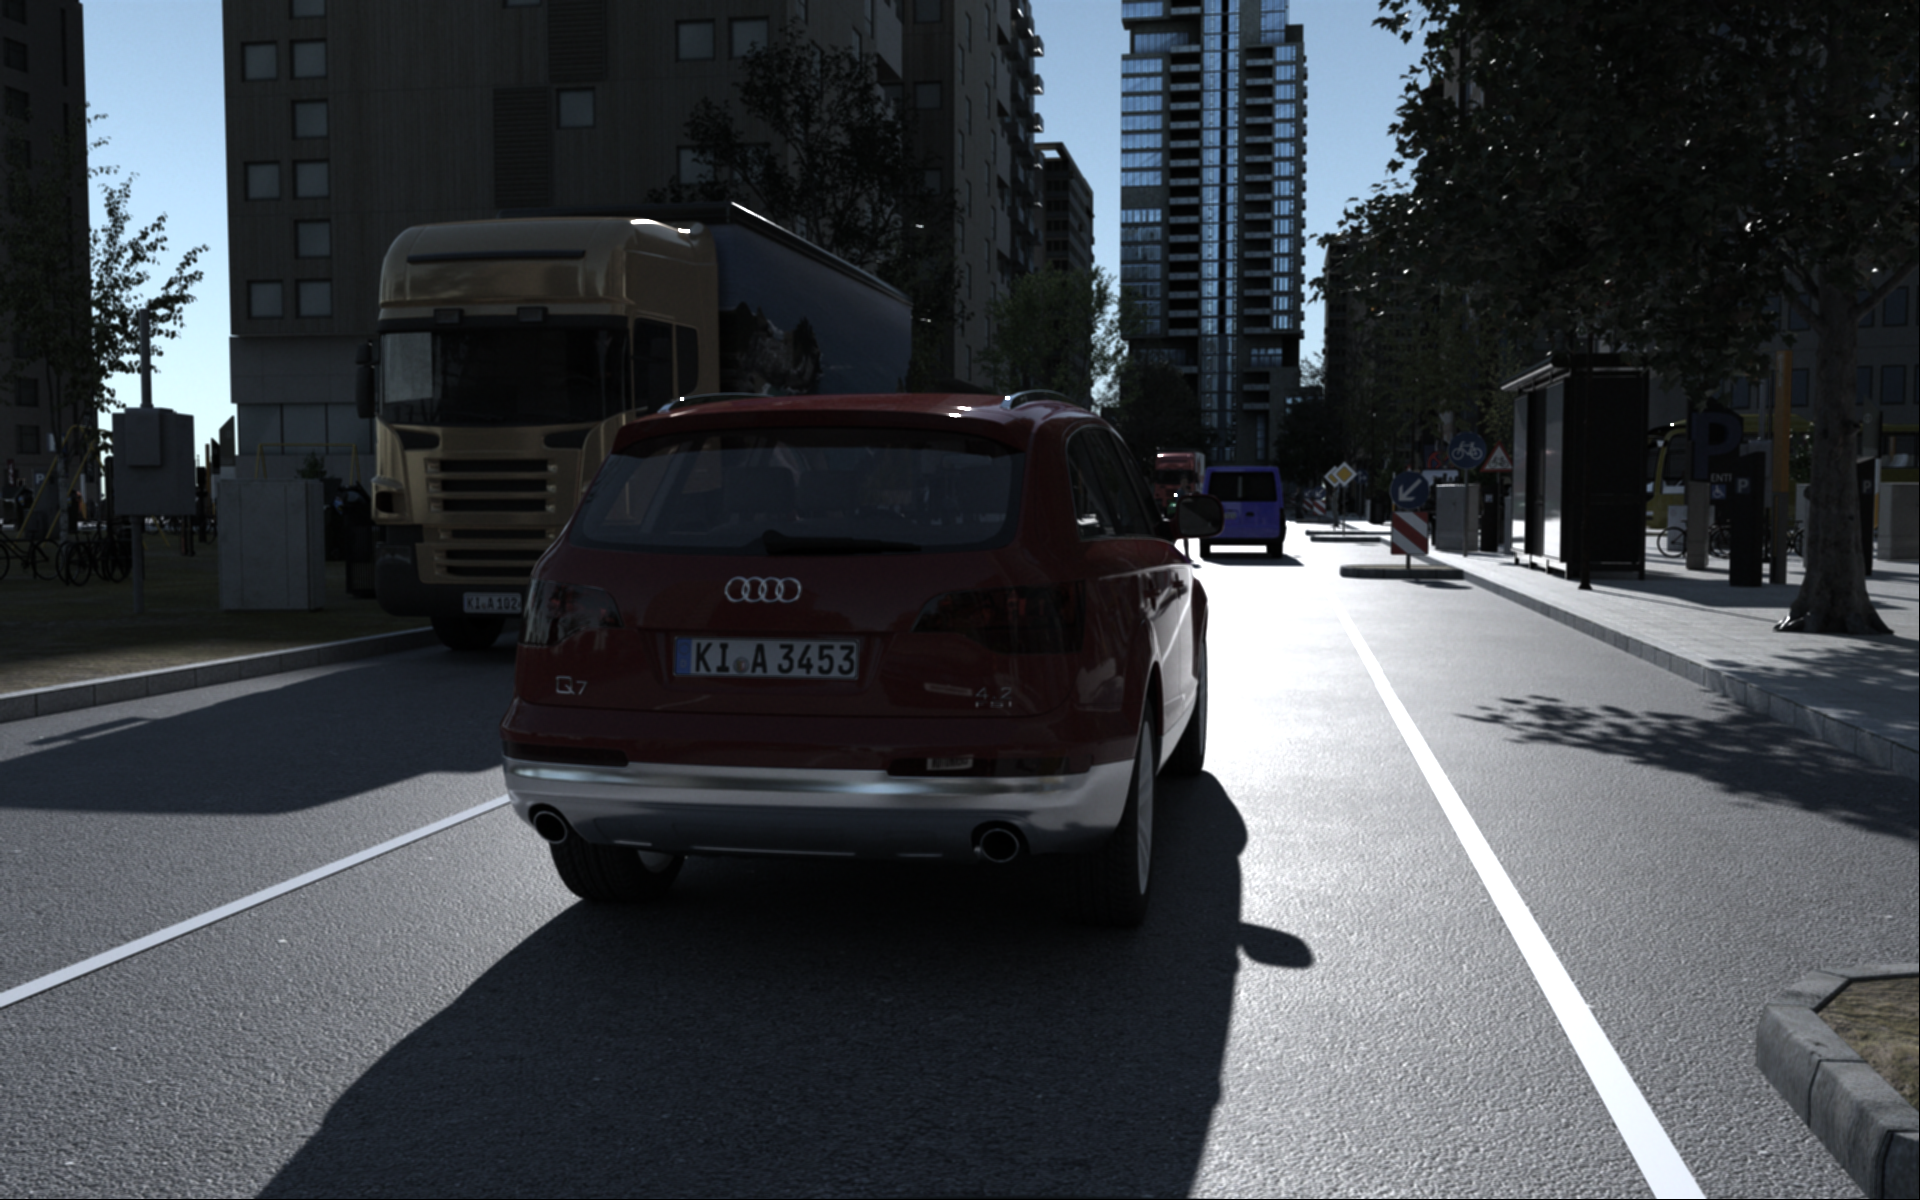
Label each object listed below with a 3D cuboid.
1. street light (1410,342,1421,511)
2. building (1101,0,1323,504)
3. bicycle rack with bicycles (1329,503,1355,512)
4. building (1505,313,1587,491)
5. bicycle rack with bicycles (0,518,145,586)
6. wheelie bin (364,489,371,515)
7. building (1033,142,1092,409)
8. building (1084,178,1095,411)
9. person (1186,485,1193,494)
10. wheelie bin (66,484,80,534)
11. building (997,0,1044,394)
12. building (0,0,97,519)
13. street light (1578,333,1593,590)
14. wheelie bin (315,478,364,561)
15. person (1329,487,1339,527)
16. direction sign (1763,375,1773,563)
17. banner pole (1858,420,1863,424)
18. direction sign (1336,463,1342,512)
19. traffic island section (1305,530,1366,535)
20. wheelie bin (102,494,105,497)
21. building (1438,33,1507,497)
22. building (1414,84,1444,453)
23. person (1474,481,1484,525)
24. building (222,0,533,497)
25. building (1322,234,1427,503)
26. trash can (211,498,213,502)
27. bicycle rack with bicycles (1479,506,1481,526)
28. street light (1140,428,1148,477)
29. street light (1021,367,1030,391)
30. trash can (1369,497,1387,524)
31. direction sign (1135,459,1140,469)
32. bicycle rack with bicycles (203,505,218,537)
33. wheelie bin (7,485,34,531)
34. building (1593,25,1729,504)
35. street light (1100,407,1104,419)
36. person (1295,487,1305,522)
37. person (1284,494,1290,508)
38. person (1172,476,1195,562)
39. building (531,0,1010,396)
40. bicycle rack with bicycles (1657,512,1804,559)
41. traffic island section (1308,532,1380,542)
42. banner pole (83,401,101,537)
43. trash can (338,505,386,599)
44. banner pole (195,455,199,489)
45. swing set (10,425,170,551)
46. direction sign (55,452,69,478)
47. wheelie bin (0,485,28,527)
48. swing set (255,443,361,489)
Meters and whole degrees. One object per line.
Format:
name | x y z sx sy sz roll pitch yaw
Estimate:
street light | 13.547 -4.832 51.796 0.468 5.910 1.993 1 4 10
building | 34.332 -56.642 238.764 31.000 86.520 22.319 1 4 10
bicycle rack with bicycles | 27.927 -6.781 124.246 2.925 0.926 2.852 -3 5 -44
building | 45.914 -26.848 122.557 14.154 41.232 14.086 1 4 10
bicycle rack with bicycles | -13.094 -0.731 25.337 2.852 0.926 2.925 1 4 9
wheelie bin | -13.574 -1.905 39.051 0.693 1.594 0.980 -1 4 -18
building | 1.462 -30.335 187.866 23.993 40.220 32.217 1 4 10
building | 10.842 -36.077 239.966 14.200 45.320 14.600 1 4 10
person | 9.254 -3.716 69.604 0.721 1.781 0.623 -2 4 -25
wheelie bin | -28.815 -2.927 55.766 0.980 1.594 0.693 2 4 27
building | -4.590 -32.795 155.802 23.786 49.044 30.456 1 4 10
building | -56.665 -19.559 91.483 14.107 30.474 14.160 1 4 10
street light | 8.422 -3.081 23.157 0.468 5.910 1.993 1 4 10
wheelie bin | -12.206 -1.561 33.430 0.980 1.594 0.693 1 4 20
person | 16.289 -4.089 75.532 0.466 1.800 0.511 -1 4 -13
direction sign | 15.031 -2.458 32.193 0.379 3.537 0.876 1 4 23
banner pole | 30.310 -4.196 58.624 0.401 3.779 0.863 0 4 2
direction sign | 27.823 -8.242 126.752 0.379 3.537 0.876 -2 4 -33
traffic island section | 13.143 -2.352 60.732 2.009 0.180 2.903 1 4 10
wheelie bin | -54.003 -6.139 108.284 0.980 1.594 0.693 -1 4 -21
building | 51.801 -31.090 158.435 14.600 45.320 14.200 1 4 10
building | 58.968 -32.104 179.529 22.147 44.769 28.867 1 4 10
person | 16.400 -2.853 55.051 0.656 1.842 0.836 1 4 19
building | -18.359 -30.600 89.556 28.713 52.752 27.495 1 4 10
building | 62.565 -33.525 240.008 23.993 40.220 32.217 1 4 10
trash can | -46.654 -5.877 107.747 0.748 1.137 0.748 0 3 0
bicycle rack with bicycles | 23.864 -3.890 76.987 2.852 0.926 2.925 2 4 27
street light | 12.753 -9.036 120.520 0.468 5.910 1.993 1 4 10
street light | 2.411 -5.523 63.092 0.468 5.910 1.993 1 4 10
trash can | 17.736 -3.784 73.524 0.748 1.137 0.748 0 3 0
direction sign | 11.413 -7.439 113.627 0.876 3.537 0.379 3 4 38
bicycle rack with bicycles | -17.658 -1.895 44.360 2.925 0.926 2.852 3 4 39
wheelie bin | -32.875 -3.237 60.837 0.693 1.594 0.980 -3 4 -38
building | 43.500 -32.514 73.598 28.212 58.520 21.231 1 4 10
street light | 7.523 -7.272 91.682 0.468 5.910 1.993 1 4 10
person | 17.443 -4.900 89.039 0.534 1.772 0.576 -1 4 -16
person | 34.300 -10.696 183.477 1.348 1.812 0.705 0 4 5
person | 4.689 -1.723 36.694 0.581 1.822 0.654 -3 5 -39
building | -11.245 -32.724 124.275 28.713 52.752 27.495 1 4 10
bicycle rack with bicycles | 15.924 -1.318 34.926 2.925 0.926 2.852 3 5 40
traffic island section | 11.730 -1.871 52.872 2.009 0.180 2.903 1 4 10
banner pole | -23.176 -3.443 46.309 0.401 3.779 0.863 0 4 3
trash can | -7.274 -0.596 21.393 0.748 1.137 0.748 0 3 0
banner pole | -48.852 -7.376 110.610 0.863 3.779 0.401 -3 5 -42
swing set | -20.392 -2.637 40.729 2.862 2.851 3.119 -1 4 -15
direction sign | -43.362 -5.608 83.683 0.379 3.537 0.876 0 4 8
wheelie bin | -39.711 -3.948 72.454 0.980 1.594 0.693 -2 4 -25
swing set | -20.143 -3.441 53.880 3.119 2.851 2.862 0 4 -8
